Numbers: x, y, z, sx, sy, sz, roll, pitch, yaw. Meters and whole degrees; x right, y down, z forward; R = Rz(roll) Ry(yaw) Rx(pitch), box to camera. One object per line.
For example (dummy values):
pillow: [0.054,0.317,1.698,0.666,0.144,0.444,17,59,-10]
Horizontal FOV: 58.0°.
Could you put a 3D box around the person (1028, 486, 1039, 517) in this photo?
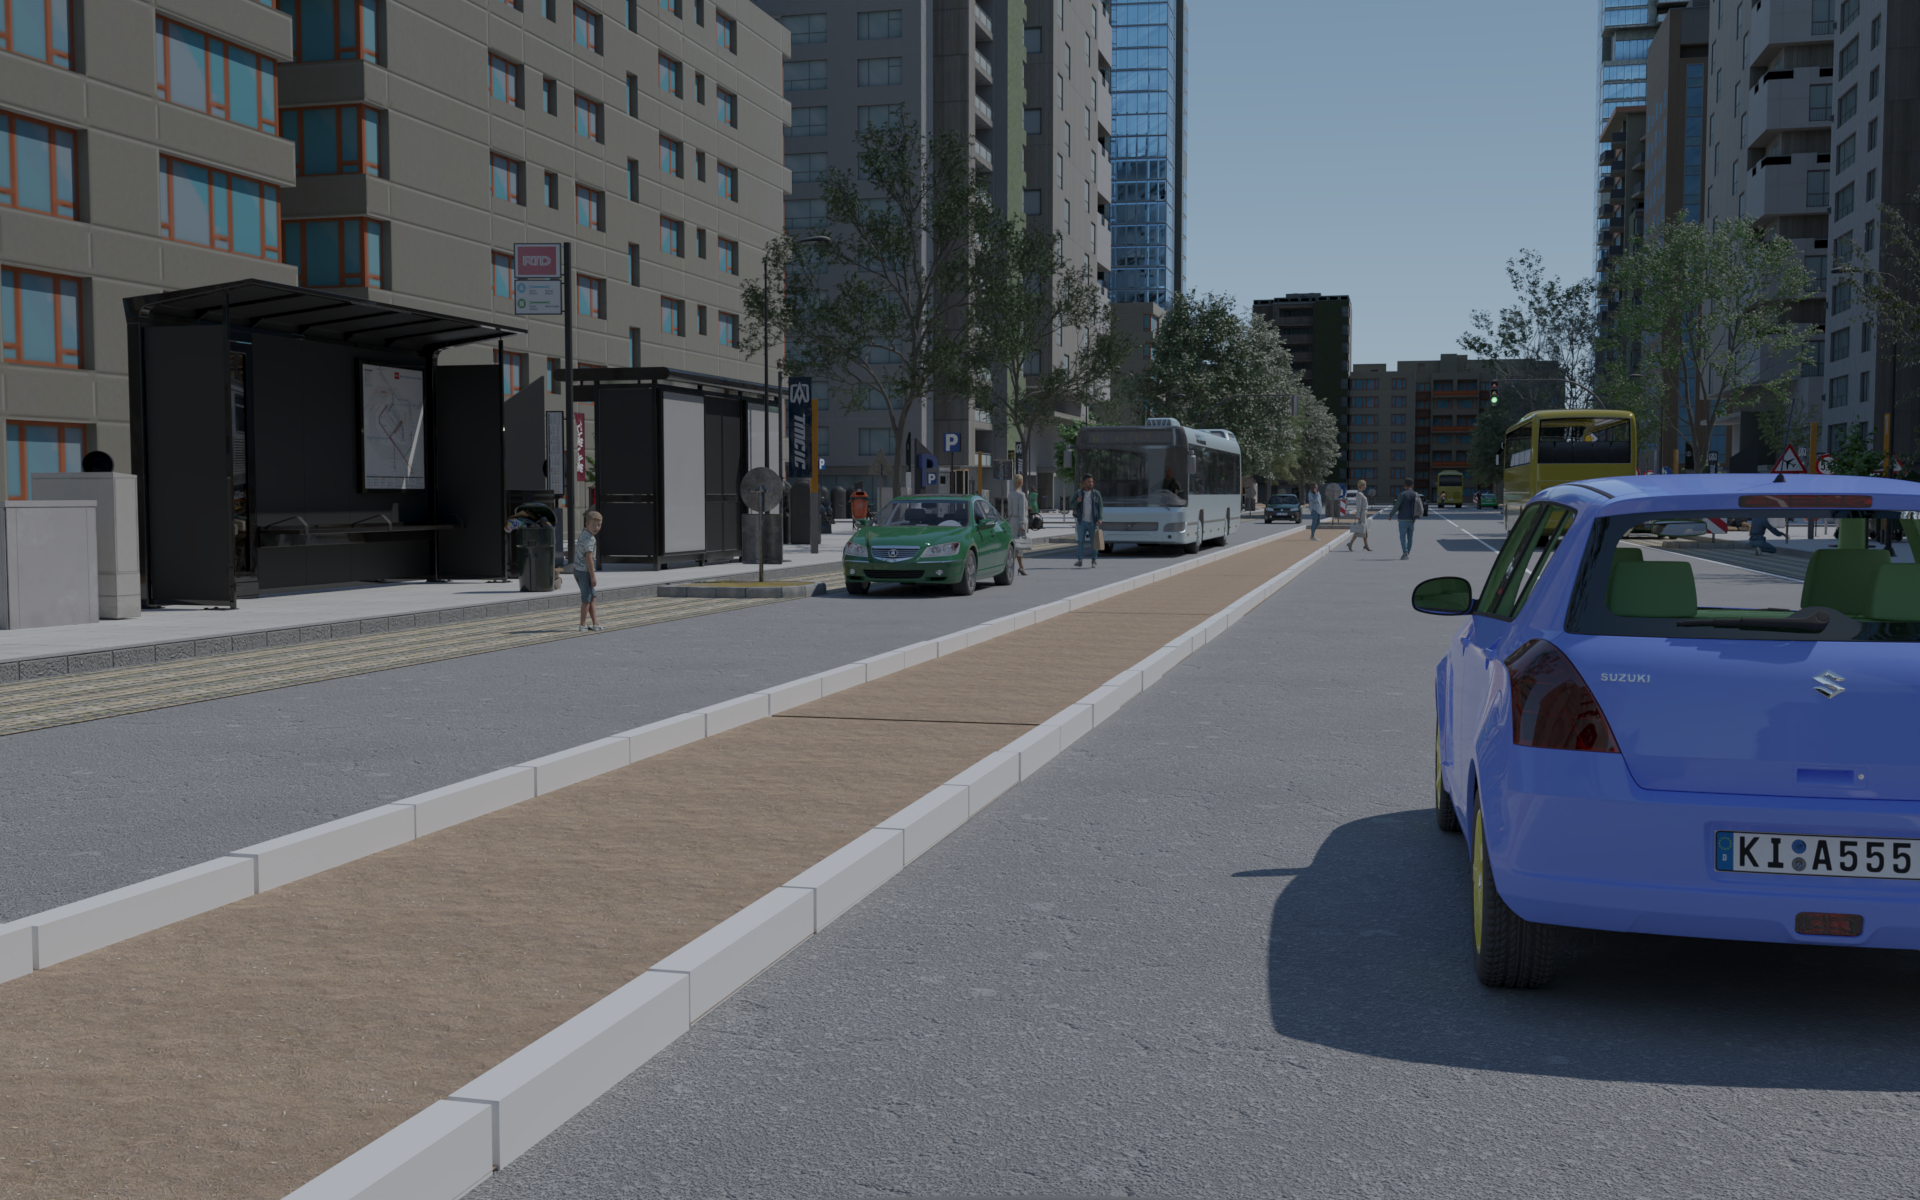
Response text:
person: [3.260,-4.226,77.848,0.600,1.795,0.529,-1,4,-19]

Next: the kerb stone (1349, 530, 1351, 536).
kerb stone: [12.666,-2.116,56.791,0.120,0.150,1.000,1,4,14]

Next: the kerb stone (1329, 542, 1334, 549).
kerb stone: [9.332,-1.321,43.883,0.120,0.150,1.000,1,4,14]

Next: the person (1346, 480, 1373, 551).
person: [10.017,-2.113,43.393,0.624,1.780,0.694,2,4,28]

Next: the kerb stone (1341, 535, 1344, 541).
kerb stone: [11.127,-1.749,50.823,0.120,0.150,1.000,1,4,14]

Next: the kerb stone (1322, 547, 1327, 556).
kerb stone: [8.317,-1.083,39.901,0.120,0.150,1.000,1,4,14]

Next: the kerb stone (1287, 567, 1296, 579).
kerb stone: [5.489,-0.407,28.964,0.120,0.150,1.000,1,4,14]

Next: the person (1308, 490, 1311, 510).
person: [30.859,-8.781,152.095,0.660,1.820,0.620,2,4,32]

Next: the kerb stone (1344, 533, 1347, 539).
kerb stone: [11.635,-1.872,52.803,0.120,0.150,1.000,1,4,14]

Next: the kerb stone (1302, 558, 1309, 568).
kerb stone: [6.508,-0.658,32.948,0.120,0.150,1.000,1,4,14]

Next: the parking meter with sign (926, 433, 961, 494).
parking meter with sign: [-0.644,-3.205,48.664,0.543,3.016,1.738,2,4,31]

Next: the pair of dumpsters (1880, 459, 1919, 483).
pair of dumpsters: [25.143,-2.749,47.432,1.574,2.255,4.437,1,4,14]

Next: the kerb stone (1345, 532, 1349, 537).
kerb stone: [12.158,-1.991,54.803,0.120,0.150,1.000,1,4,14]

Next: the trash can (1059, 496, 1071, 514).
trash can: [6.775,-6.129,111.869,0.748,1.137,0.748,0,3,0]

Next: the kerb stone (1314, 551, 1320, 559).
kerb stone: [7.536,-0.892,36.917,0.120,0.150,1.000,1,4,14]

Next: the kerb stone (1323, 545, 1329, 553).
kerb stone: [8.568,-1.144,40.900,0.120,0.150,1.000,1,4,14]

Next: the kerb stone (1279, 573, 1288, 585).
kerb stone: [4.978,-0.291,26.984,0.120,0.150,1.000,1,4,14]

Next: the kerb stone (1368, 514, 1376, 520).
kerb stone: [23.565,-4.697,99.034,0.120,0.150,1.000,1,4,14]

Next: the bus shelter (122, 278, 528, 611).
bus shelter: [-7.772,-1.885,22.108,1.731,3.624,6.357,1,4,14]

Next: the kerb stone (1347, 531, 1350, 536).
kerb stone: [12.411,-2.055,55.793,0.120,0.150,1.000,1,4,14]

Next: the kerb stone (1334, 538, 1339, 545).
kerb stone: [10.100,-1.509,46.860,0.120,0.150,1.000,1,4,14]

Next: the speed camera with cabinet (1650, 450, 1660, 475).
speed camera with cabinet: [30.621,-5.097,77.671,2.038,3.252,0.660,-1,4,-8]

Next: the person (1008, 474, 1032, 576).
person: [0.960,-1.307,30.222,0.624,1.780,0.694,-1,4,-22]

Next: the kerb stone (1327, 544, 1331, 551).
kerb stone: [8.832,-1.197,41.890,0.120,0.150,1.000,1,4,14]

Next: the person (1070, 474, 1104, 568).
person: [2.503,-1.522,33.367,0.794,1.824,0.713,1,4,22]

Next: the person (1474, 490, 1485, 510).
person: [46.955,-9.018,156.458,1.217,1.766,0.721,-1,4,-15]

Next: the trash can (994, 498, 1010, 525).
trash can: [1.692,-3.481,68.564,0.748,1.137,0.748,0,3,0]

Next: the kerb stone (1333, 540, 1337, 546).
kerb stone: [9.845,-1.447,45.871,0.120,0.150,1.000,1,4,14]

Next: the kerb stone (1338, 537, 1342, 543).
kerb stone: [10.614,-1.628,48.844,0.120,0.150,1.000,1,4,14]

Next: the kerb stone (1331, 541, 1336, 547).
kerb stone: [9.592,-1.384,44.872,0.120,0.150,1.000,1,4,14]

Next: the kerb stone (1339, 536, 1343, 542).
kerb stone: [10.862,-1.688,49.836,0.120,0.150,1.000,1,4,14]

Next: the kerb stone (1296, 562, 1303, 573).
kerb stone: [5.999,-0.536,30.962,0.120,0.150,1.000,1,4,14]

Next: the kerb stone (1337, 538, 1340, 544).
kerb stone: [10.353,-1.567,47.856,0.120,0.150,1.000,1,4,14]

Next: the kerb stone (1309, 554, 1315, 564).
kerb stone: [7.029,-0.778,34.937,0.120,0.150,1.000,1,4,14]

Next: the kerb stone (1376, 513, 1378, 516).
kerb stone: [25.100,-5.064,104.995,0.120,0.150,1.000,1,4,14]

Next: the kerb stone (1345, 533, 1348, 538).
kerb stone: [11.889,-1.931,53.803,0.120,0.150,1.000,1,4,14]

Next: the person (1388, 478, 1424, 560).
person: [9.787,-1.776,37.891,0.623,1.781,0.721,-2,4,-25]

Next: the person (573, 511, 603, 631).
person: [-3.866,-0.298,18.052,0.352,1.250,0.332,1,4,17]

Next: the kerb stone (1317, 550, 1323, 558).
kerb stone: [7.798,-0.957,37.921,0.120,0.150,1.000,1,4,14]

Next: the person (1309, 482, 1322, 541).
person: [10.865,-2.710,53.071,0.793,1.790,0.793,0,4,0]

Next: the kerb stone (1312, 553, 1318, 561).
kerb stone: [7.284,-0.839,35.926,0.120,0.150,1.000,1,4,14]

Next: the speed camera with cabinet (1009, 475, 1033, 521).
speed camera with cabinet: [2.916,-5.389,82.438,0.660,3.252,2.038,1,4,20]

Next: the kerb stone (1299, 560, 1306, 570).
kerb stone: [6.256,-0.597,31.955,0.120,0.150,1.000,1,4,14]

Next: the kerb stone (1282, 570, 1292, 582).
kerb stone: [5.232,-0.353,27.974,0.120,0.150,1.000,1,4,14]

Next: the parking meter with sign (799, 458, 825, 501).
parking meter with sign: [-7.476,-5.412,84.743,1.738,3.016,0.543,2,4,29]

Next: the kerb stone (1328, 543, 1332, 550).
kerb stone: [9.075,-1.266,42.892,0.120,0.150,1.000,1,4,14]

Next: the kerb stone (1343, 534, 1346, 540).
kerb stone: [11.389,-1.811,51.811,0.120,0.150,1.000,1,4,14]

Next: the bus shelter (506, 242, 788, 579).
bus shelter: [-5.407,-3.211,30.137,2.179,5.291,8.768,1,4,15]

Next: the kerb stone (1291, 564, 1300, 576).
kerb stone: [5.745,-0.475,29.962,0.120,0.150,1.000,1,4,14]

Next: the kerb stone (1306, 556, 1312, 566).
kerb stone: [6.770,-0.717,33.945,0.120,0.150,1.000,1,4,14]

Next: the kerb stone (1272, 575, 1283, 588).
kerb stone: [4.719,-0.232,25.995,0.120,0.150,1.000,1,4,14]

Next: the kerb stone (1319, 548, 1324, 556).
kerb stone: [8.045,-1.017,38.913,0.120,0.150,1.000,1,4,14]

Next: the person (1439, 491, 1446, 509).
person: [46.817,-9.720,168.126,0.721,1.736,1.217,3,5,44]
